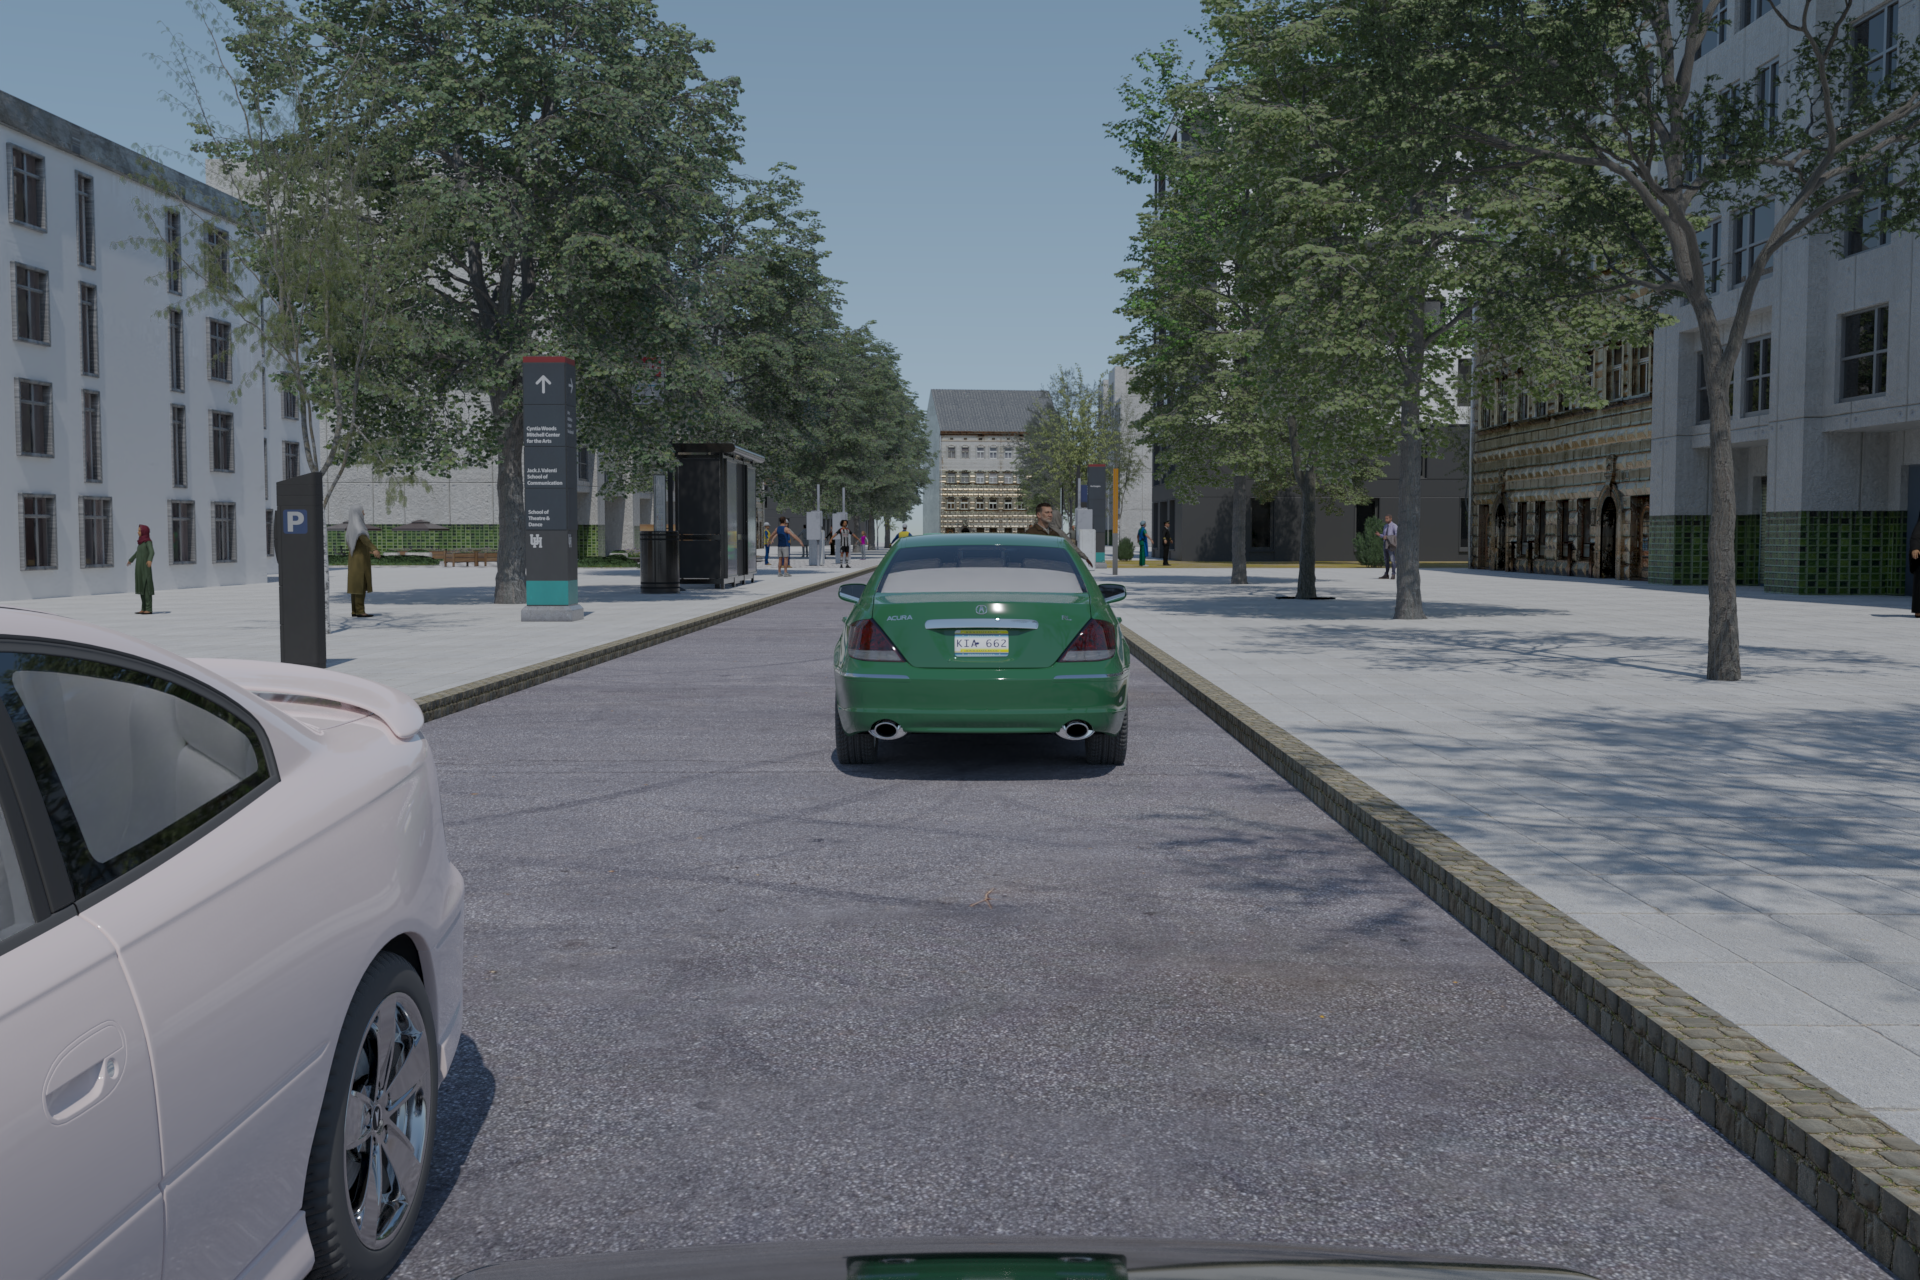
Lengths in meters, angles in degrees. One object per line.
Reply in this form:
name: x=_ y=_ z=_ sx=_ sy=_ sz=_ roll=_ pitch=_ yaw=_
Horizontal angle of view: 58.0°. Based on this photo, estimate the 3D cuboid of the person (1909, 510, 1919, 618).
person: x=14.787 y=-1.196 z=26.344 sx=1.214 sy=1.737 sz=0.721 roll=-3 pitch=4 yaw=-36

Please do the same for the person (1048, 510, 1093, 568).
person: x=1.530 y=-1.167 z=27.668 sx=1.348 sy=1.813 sz=0.705 roll=3 pitch=5 yaw=42

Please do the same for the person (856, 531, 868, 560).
person: x=-4.833 y=-4.667 z=85.565 sx=0.599 sy=1.433 sz=0.991 roll=-3 pitch=5 yaw=-40

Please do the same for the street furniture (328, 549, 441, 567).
street furniture: x=-26.112 y=-3.322 z=69.934 sx=10.072 sy=0.657 sz=5.734 roll=-1 pitch=4 yaw=-10

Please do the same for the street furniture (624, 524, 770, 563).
street furniture: x=-13.573 y=-4.499 z=80.415 sx=9.812 sy=1.723 sz=11.010 roll=0 pitch=4 yaw=0

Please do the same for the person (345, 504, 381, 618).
person: x=-9.211 y=-1.223 z=26.769 sx=0.721 sy=1.736 sz=1.217 roll=-3 pitch=4 yaw=-36

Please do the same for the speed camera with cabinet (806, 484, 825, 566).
speed camera with cabinet: x=-5.828 y=-4.616 z=69.802 sx=0.660 sy=3.252 sz=2.038 roll=0 pitch=4 yaw=0

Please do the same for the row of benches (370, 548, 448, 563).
row of benches: x=-24.708 y=-3.713 z=76.176 sx=4.104 sy=0.672 sz=1.422 roll=-1 pitch=4 yaw=-8

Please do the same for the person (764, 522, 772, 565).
person: x=-7.926 y=-4.003 z=71.913 sx=0.721 sy=1.772 sz=1.216 roll=0 pitch=4 yaw=-5

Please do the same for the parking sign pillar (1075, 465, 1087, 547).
parking sign pillar: x=4.805 y=-4.910 z=68.757 sx=1.447 sy=3.967 sz=1.447 roll=0 pitch=4 yaw=2

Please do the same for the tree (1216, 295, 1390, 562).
tree: x=14.217 y=-9.495 z=73.374 sx=7.486 sy=12.596 sz=7.792 roll=0 pitch=3 yaw=0

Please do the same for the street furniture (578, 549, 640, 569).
street furniture: x=-11.801 y=-3.166 z=67.393 sx=5.734 sy=0.657 sz=10.072 roll=0 pitch=4 yaw=-2

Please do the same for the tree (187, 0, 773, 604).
tree: x=-8.370 y=-7.638 z=31.535 sx=9.857 sy=13.997 sz=8.962 roll=0 pitch=3 yaw=0

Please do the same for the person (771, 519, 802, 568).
person: x=-6.575 y=-3.643 z=65.414 sx=1.347 sy=1.847 sz=0.705 roll=-2 pitch=4 yaw=-34

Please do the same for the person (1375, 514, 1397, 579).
person: x=12.047 y=-2.635 z=48.988 sx=0.599 sy=1.838 sz=0.709 roll=-2 pitch=4 yaw=-28

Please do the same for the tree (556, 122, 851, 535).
tree: x=-7.968 y=-8.922 z=52.525 sx=9.857 sy=13.997 sz=8.962 roll=0 pitch=3 yaw=0

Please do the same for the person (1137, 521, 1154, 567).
person: x=7.264 y=-3.811 z=68.440 sx=0.704 sy=1.817 sz=1.347 roll=-1 pitch=4 yaw=-19

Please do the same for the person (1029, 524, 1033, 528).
person: x=3.820 y=-5.312 z=93.072 sx=0.704 sy=1.802 sz=1.346 roll=2 pitch=4 yaw=27

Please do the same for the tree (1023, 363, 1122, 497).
tree: x=5.070 y=-7.539 z=73.624 sx=4.737 sy=8.622 sz=4.395 roll=0 pitch=3 yaw=0

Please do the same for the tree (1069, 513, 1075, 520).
tree: x=17.925 y=-18.924 z=259.769 sx=4.737 sy=8.622 sz=4.395 roll=0 pitch=3 yaw=0

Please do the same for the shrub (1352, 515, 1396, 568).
shrub: x=15.690 y=-3.744 z=65.641 sx=1.690 sy=2.028 sz=1.600 roll=0 pitch=3 yaw=0

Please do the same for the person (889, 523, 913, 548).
person: x=-2.081 y=-3.500 z=65.656 sx=1.349 sy=1.833 sz=0.705 roll=1 pitch=4 yaw=18

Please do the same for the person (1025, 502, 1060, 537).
person: x=1.032 y=-0.755 z=20.936 sx=1.346 sy=1.812 sz=0.704 roll=-3 pitch=5 yaw=-41

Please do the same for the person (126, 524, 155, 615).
person: x=-13.068 y=-1.125 z=27.613 sx=0.599 sy=1.438 sz=0.989 roll=-3 pitch=5 yaw=-44

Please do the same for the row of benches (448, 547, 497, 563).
row of benches: x=-22.267 y=-3.900 z=79.233 sx=1.422 sy=0.672 sz=4.104 roll=1 pitch=4 yaw=11

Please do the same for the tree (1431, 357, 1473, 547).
tree: x=21.196 y=-7.468 z=72.466 sx=4.360 sy=8.622 sz=3.978 roll=0 pitch=3 yaw=0

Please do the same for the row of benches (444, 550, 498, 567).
row of benches: x=-18.606 y=-3.282 z=69.118 sx=1.422 sy=0.672 sz=4.104 roll=3 pitch=5 yaw=41

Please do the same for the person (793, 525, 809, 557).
person: x=-8.557 y=-5.459 z=95.440 sx=1.347 sy=1.806 sz=0.705 roll=-3 pitch=4 yaw=-36

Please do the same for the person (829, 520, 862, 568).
person: x=-4.337 y=-3.611 z=65.184 sx=1.345 sy=1.843 sz=0.704 roll=-2 pitch=4 yaw=-28

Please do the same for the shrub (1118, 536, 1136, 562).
shrub: x=7.723 y=-4.269 z=80.909 sx=1.383 sy=1.207 sz=1.383 roll=0 pitch=3 yaw=0

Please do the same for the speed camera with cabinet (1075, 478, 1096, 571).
speed camera with cabinet: x=4.411 y=-4.062 z=60.749 sx=0.660 sy=3.252 sz=2.038 roll=0 pitch=4 yaw=0

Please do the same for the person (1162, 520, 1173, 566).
person: x=8.379 y=-3.927 z=70.147 sx=0.705 sy=1.837 sz=1.347 roll=1 pitch=4 yaw=18

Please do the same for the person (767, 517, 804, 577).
person: x=-5.304 y=-2.811 z=52.127 sx=1.345 sy=1.807 sz=0.704 roll=2 pitch=4 yaw=31

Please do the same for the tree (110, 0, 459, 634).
tree: x=-8.121 y=-4.391 z=22.159 sx=4.360 sy=8.622 sz=3.978 roll=0 pitch=3 yaw=0

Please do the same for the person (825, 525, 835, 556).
person: x=-7.585 y=-5.902 z=102.681 sx=0.705 sy=1.806 sz=1.347 roll=-3 pitch=5 yaw=-40

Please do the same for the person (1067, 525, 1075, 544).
person: x=6.629 y=-5.806 z=101.199 sx=1.348 sy=1.796 sz=0.705 roll=-1 pitch=4 yaw=-12

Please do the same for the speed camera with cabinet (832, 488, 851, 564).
speed camera with cabinet: x=-5.105 y=-4.906 z=74.546 sx=0.660 sy=3.252 sz=2.038 roll=0 pitch=4 yaw=3
